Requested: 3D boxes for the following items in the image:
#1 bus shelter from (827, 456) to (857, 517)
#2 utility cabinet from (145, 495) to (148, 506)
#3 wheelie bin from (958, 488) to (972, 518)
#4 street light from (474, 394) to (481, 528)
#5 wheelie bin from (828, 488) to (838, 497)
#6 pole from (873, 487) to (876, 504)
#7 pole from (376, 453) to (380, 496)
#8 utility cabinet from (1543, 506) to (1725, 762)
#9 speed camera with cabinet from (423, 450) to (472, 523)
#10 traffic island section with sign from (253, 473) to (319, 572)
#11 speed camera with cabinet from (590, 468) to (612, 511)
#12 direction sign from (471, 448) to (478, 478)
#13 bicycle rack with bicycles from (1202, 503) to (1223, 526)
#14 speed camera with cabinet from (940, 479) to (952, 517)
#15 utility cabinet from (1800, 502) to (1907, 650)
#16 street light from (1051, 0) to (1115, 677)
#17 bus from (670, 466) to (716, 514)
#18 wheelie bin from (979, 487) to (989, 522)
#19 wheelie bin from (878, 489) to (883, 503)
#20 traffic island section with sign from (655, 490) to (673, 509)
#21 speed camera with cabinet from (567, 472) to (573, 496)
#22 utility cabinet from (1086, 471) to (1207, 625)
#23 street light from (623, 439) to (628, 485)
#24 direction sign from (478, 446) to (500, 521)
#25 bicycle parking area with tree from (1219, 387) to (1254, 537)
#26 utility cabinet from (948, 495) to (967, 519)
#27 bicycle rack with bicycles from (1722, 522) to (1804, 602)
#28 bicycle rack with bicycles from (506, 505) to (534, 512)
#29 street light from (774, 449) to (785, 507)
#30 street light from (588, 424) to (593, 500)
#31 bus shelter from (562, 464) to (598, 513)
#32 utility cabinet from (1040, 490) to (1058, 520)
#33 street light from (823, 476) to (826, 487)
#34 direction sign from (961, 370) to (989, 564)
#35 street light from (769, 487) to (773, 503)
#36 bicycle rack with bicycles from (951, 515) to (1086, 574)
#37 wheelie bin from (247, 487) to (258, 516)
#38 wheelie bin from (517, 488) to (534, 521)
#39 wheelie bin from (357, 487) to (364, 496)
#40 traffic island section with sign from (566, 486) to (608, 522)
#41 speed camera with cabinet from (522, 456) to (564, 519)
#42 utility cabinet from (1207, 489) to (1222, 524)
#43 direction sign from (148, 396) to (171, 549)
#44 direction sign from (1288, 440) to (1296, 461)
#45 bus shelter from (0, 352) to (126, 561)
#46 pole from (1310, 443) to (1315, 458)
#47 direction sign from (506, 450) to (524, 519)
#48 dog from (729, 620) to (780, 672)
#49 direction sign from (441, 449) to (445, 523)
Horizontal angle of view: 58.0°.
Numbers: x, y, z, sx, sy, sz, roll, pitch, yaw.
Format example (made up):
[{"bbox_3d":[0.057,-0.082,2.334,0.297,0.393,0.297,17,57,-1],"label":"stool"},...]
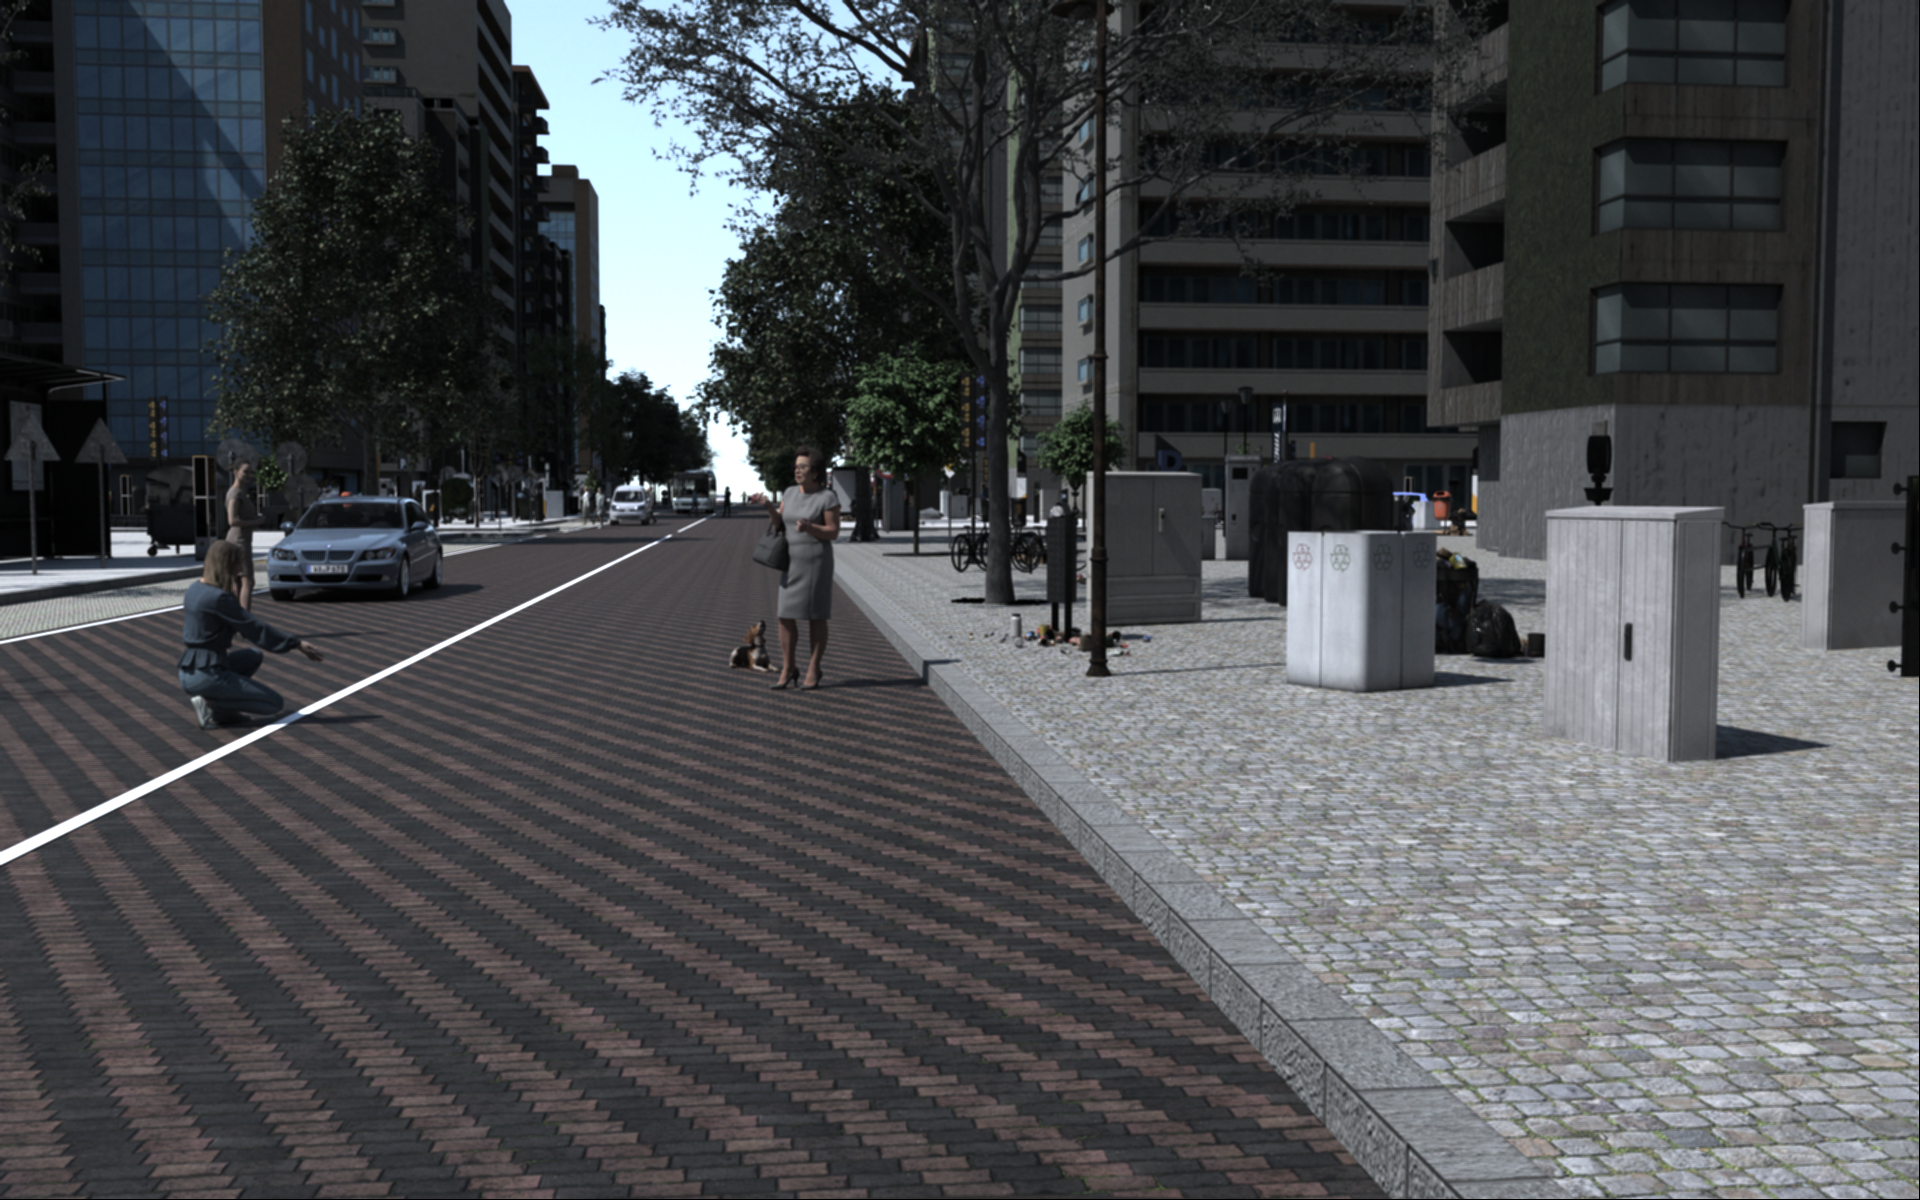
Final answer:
[{"bbox_3d":[-6.189,-6.192,95.166,2.014,3.302,5.546,0,4,-7],"label":"bus shelter"},{"bbox_3d":[-40.305,-4.570,85.881,1.020,1.237,0.306,0,4,5],"label":"utility cabinet"},{"bbox_3d":[0.304,-5.219,93.236,0.980,1.594,0.693,-1,4,-13],"label":"wheelie bin"},{"bbox_3d":[-18.478,-5.708,66.112,0.468,5.910,1.993,0,4,-7],"label":"street light"},{"bbox_3d":[-6.318,-4.642,83.804,0.693,1.594,0.980,1,4,18],"label":"wheelie bin"},{"bbox_3d":[-4.443,-5.937,90.908,0.158,3.312,0.155,0,3,0],"label":"pole"},{"bbox_3d":[-28.782,-5.611,85.577,0.158,3.312,0.155,0,3,0],"label":"pole"},{"bbox_3d":[3.375,0.146,8.768,0.306,1.237,1.020,-1,4,-16],"label":"utility cabinet"},{"bbox_3d":[-22.763,-5.047,76.862,2.038,3.252,0.660,0,4,-2],"label":"speed camera with cabinet"},{"bbox_3d":[-12.502,-1.469,32.644,1.989,1.847,2.006,0,4,-7],"label":"traffic island section with sign"},{"bbox_3d":[-27.022,-8.282,129.750,2.038,3.252,0.660,2,4,35],"label":"speed camera with cabinet"},{"bbox_3d":[-23.519,-5.673,84.758,0.379,3.537,0.876,3,5,44],"label":"direction sign"},{"bbox_3d":[11.003,-3.459,69.935,2.925,0.926,2.852,2,4,27],"label":"bicycle rack with bicycles"},{"bbox_3d":[-1.036,-6.377,98.601,0.660,3.252,2.038,-1,4,-19],"label":"speed camera with cabinet"},{"bbox_3d":[7.522,-0.206,14.524,1.020,1.237,0.306,-2,4,-25],"label":"utility cabinet"},{"bbox_3d":[0.978,-2.401,12.051,0.468,5.910,1.993,0,4,-7],"label":"street light"},{"bbox_3d":[-19.718,-8.202,128.965,2.948,3.499,13.247,0,4,-6],"label":"bus"},{"bbox_3d":[1.295,-4.344,78.931,0.980,1.594,0.693,-1,4,-20],"label":"wheelie bin"},{"bbox_3d":[-4.881,-6.002,106.037,0.980,1.594,0.693,0,4,3],"label":"wheelie bin"},{"bbox_3d":[-28.025,-9.552,164.802,1.989,1.847,2.006,0,4,-7],"label":"traffic island section with sign"},{"bbox_3d":[-25.964,-7.164,111.459,2.038,3.252,0.660,0,4,-4],"label":"speed camera with cabinet"},{"bbox_3d":[1.822,-0.510,17.024,1.173,1.500,0.318,-2,4,-28],"label":"utility cabinet"},{"bbox_3d":[-27.351,-10.358,142.133,0.468,5.910,1.993,0,4,-7],"label":"street light"},{"bbox_3d":[-22.239,-5.517,82.202,0.876,3.537,0.379,-2,4,-34],"label":"direction sign"},{"bbox_3d":[7.628,-3.797,49.089,9.016,4.147,8.231,1,4,16],"label":"bicycle parking area with tree"},{"bbox_3d":[-0.112,-4.716,88.265,1.020,1.237,0.306,-2,4,-33],"label":"utility cabinet"},{"bbox_3d":[10.669,-0.495,21.478,2.852,0.926,2.925,3,4,36],"label":"bicycle rack with bicycles"},{"bbox_3d":[-28.534,-6.120,113.439,2.852,0.926,2.925,3,4,37],"label":"bicycle rack with bicycles"},{"bbox_3d":[-17.777,-12.106,170.728,0.468,5.910,1.993,0,4,-7],"label":"street light"},{"bbox_3d":[-23.992,-8.561,112.760,0.468,5.910,1.993,0,4,-7],"label":"street light"},{"bbox_3d":[-26.186,-7.699,119.794,2.014,3.302,5.546,0,4,-7],"label":"bus shelter"},{"bbox_3d":[4.294,-4.628,84.347,0.318,1.500,1.173,3,5,43],"label":"utility cabinet"},{"bbox_3d":[-4.600,-5.259,58.773,0.468,5.910,1.993,0,4,-7],"label":"street light"},{"bbox_3d":[0.247,-2.433,31.769,0.379,3.537,0.876,-2,4,-30],"label":"direction sign"},{"bbox_3d":[-27.488,-17.175,253.592,0.468,5.910,1.993,0,4,-7],"label":"street light"},{"bbox_3d":[1.022,-0.959,29.058,2.925,0.926,2.852,-3,5,-39],"label":"bicycle rack with bicycles"},{"bbox_3d":[-33.557,-4.568,82.593,0.980,1.594,0.693,-2,4,-26],"label":"wheelie bin"},{"bbox_3d":[-21.079,-4.658,84.063,0.693,1.594,0.980,0,4,7],"label":"wheelie bin"},{"bbox_3d":[-26.837,-4.321,78.563,0.980,1.594,0.693,-2,4,-25],"label":"wheelie bin"},{"bbox_3d":[-19.059,-4.887,88.536,1.989,1.847,2.006,0,4,-7],"label":"traffic island section with sign"},{"bbox_3d":[-21.769,-5.872,90.340,2.038,3.252,0.660,-2,4,-28],"label":"speed camera with cabinet"},{"bbox_3d":[10.635,-3.992,73.943,1.173,1.500,0.318,-2,4,-33],"label":"utility cabinet"},{"bbox_3d":[-18.609,-2.952,40.268,0.876,3.537,0.379,3,4,39],"label":"direction sign"},{"bbox_3d":[13.855,-4.948,72.891,0.379,3.537,0.876,3,5,44],"label":"direction sign"},{"bbox_3d":[-17.098,-2.458,31.466,1.731,3.624,6.357,0,4,-7],"label":"bus shelter"},{"bbox_3d":[13.956,-4.575,68.652,0.158,3.312,0.155,0,3,0],"label":"pole"},{"bbox_3d":[-22.639,-5.879,88.112,0.876,3.537,0.379,-2,4,-23],"label":"direction sign"},{"bbox_3d":[-1.652,0.363,14.263,0.550,0.427,0.748,1,4,12],"label":"dog"},{"bbox_3d":[-22.535,-5.118,75.681,0.379,3.537,0.876,-1,4,-18],"label":"direction sign"}]
